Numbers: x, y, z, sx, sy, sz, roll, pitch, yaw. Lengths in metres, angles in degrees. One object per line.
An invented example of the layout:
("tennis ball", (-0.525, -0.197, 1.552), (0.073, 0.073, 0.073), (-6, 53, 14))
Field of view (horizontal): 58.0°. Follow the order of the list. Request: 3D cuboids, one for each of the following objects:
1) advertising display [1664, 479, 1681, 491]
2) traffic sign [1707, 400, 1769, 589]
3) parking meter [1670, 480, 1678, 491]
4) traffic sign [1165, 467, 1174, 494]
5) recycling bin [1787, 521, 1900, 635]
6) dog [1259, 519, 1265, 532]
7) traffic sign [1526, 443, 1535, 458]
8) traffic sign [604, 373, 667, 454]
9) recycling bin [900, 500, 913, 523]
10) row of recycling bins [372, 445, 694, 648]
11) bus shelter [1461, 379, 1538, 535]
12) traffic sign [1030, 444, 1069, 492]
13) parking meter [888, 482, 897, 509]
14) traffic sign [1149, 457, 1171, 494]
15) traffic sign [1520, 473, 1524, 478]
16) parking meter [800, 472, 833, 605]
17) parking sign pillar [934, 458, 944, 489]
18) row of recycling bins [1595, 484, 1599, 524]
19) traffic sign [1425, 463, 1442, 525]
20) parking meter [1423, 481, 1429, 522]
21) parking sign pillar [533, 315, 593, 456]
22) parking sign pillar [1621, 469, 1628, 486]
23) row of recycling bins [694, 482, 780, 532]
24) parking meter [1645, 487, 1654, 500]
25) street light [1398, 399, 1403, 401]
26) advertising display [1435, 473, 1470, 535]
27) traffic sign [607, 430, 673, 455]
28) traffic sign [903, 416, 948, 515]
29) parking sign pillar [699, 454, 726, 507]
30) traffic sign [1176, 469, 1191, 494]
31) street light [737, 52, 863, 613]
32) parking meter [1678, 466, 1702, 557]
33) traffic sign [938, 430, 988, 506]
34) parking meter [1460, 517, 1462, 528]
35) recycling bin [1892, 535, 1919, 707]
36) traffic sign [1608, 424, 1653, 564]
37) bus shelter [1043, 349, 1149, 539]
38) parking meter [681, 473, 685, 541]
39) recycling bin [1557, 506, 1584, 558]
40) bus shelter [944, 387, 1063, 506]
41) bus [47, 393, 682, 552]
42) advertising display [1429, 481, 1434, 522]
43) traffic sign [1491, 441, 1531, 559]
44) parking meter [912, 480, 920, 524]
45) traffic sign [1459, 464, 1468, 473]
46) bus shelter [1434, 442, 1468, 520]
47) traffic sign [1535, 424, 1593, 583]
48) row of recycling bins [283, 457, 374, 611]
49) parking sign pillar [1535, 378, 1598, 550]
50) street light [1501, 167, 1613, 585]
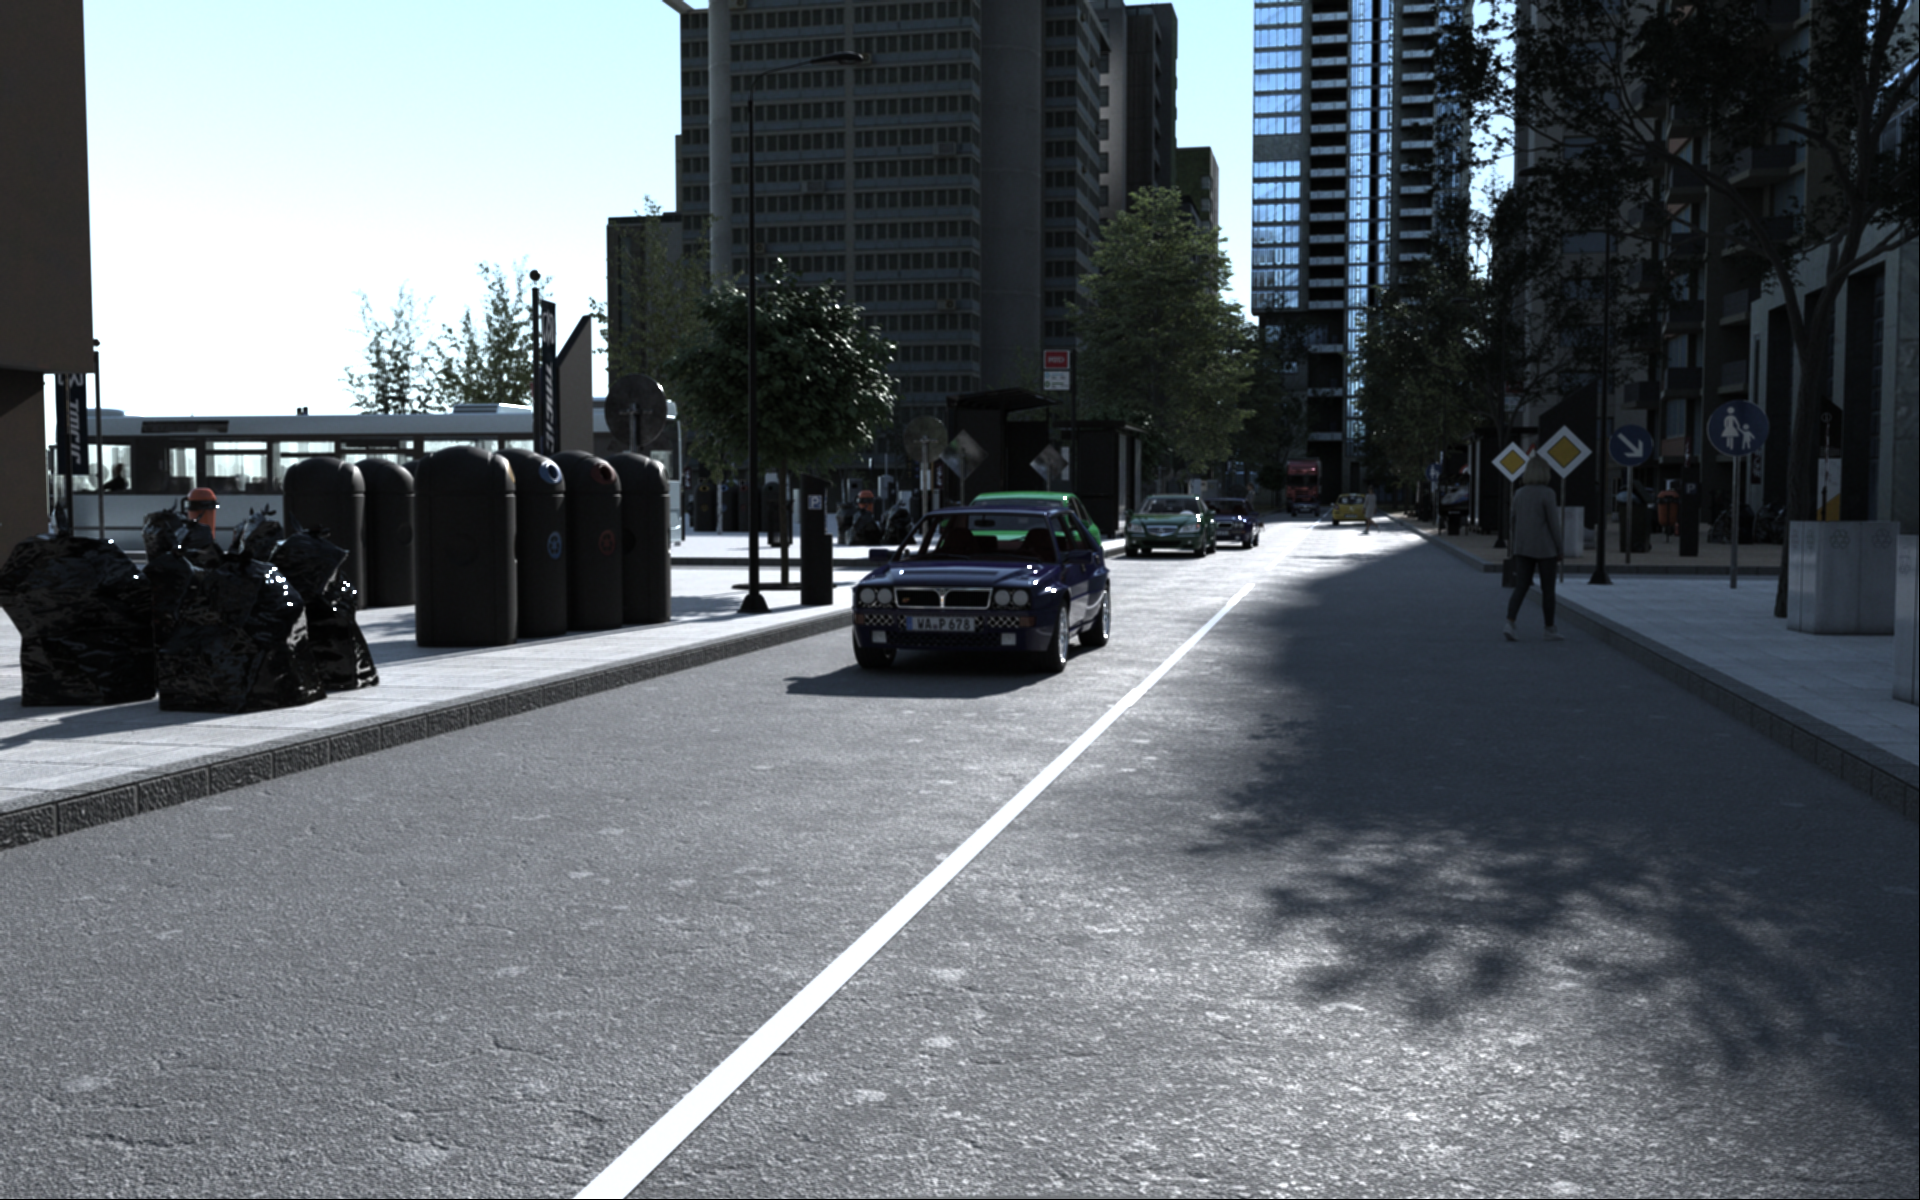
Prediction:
("advertising display", (29.745, -4.089, 72.070), (0.974, 1.923, 0.123), (-1, 4, -11))
("traffic sign", (10.514, -1.429, 23.466), (0.768, 2.556, 0.104), (1, 4, 21))
("parking meter", (28.692, -3.902, 69.512), (0.399, 1.863, 0.255), (-2, 4, -30))
("traffic sign", (8.789, -4.542, 74.359), (0.768, 2.556, 0.104), (1, 4, 20))
("recycling bin", (8.174, -0.214, 16.051), (0.722, 1.027, 0.722), (0, 4, 4))
("dog", (11.420, -2.869, 66.192), (0.540, 0.507, 0.406), (1, 4, 21))
("traffic sign", (14.596, -2.702, 44.174), (0.884, 2.594, 0.081), (1, 4, 19))
("traffic sign", (-3.443, -1.114, 18.320), (0.768, 2.556, 0.104), (1, 4, 22))
("recycling bin", (-2.365, -4.017, 78.238), (0.722, 1.027, 0.722), (0, 4, -2))
("row of recycling bins", (-3.818, -0.547, 16.060), (1.069, 1.692, 3.534), (1, 4, 19))
("bus shelter", (18.061, -4.926, 58.168), (2.179, 5.291, 8.768), (1, 4, 13))
("traffic sign", (1.785, -1.906, 34.798), (0.795, 2.450, 0.064), (1, 4, 13))
("parking meter", (-3.258, -4.756, 83.471), (0.399, 1.863, 0.255), (-2, 4, -27))
("traffic sign", (6.835, -3.617, 59.251), (0.768, 2.556, 0.104), (1, 4, 18))
("traffic sign", (20.044, -3.829, 62.714), (0.768, 2.556, 0.104), (1, 4, 22))
("parking meter", (-1.663, -0.714, 20.080), (0.372, 1.533, 0.369), (0, 3, 0))
("parking sign pillar", (-1.473, -6.938, 101.914), (1.447, 3.967, 1.447), (0, 4, -6))
("row of recycling bins", (25.952, -4.112, 74.342), (3.534, 1.692, 1.069), (0, 4, -6))
("traffic sign", (19.356, -4.315, 70.651), (0.768, 2.556, 0.104), (1, 4, 13))
("parking meter", (21.412, -4.517, 79.570), (0.255, 1.863, 0.399), (1, 4, 19))
("parking sign pillar", (-5.849, -2.270, 25.583), (1.447, 3.967, 1.447), (1, 4, 9))
("parking sign pillar", (39.202, -6.872, 100.825), (1.447, 3.967, 1.447), (1, 4, 9))
("row of recycling bins", (-7.548, -3.180, 59.112), (3.534, 1.692, 1.069), (2, 4, 25))
("parking meter", (26.321, -3.534, 66.186), (0.372, 1.533, 0.369), (0, 3, 0))
("street light", (21.927, -6.844, 84.442), (1.470, 5.913, 1.316), (1, 4, 13))
("advertising display", (15.352, -2.975, 53.851), (0.974, 1.923, 0.123), (0, 4, -3))
("traffic sign", (-3.956, -1.306, 21.353), (0.884, 2.594, 0.081), (1, 4, 15))
("traffic sign", (-0.571, -1.719, 28.208), (0.768, 2.556, 0.104), (1, 4, 17))
("parking sign pillar", (-12.068, -5.873, 84.488), (1.447, 3.967, 1.447), (0, 4, -7))
("traffic sign", (11.209, -5.322, 87.116), (0.768, 2.556, 0.104), (1, 4, 18))
("street light", (-1.705, -2.810, 18.482), (1.470, 5.913, 1.316), (1, 4, 13))
("parking meter", (15.036, -1.830, 35.629), (0.399, 1.863, 0.255), (1, 4, 22))
("traffic sign", (0.041, -1.429, 27.005), (0.795, 2.450, 0.064), (1, 4, 13))
("parking meter", (18.562, -3.607, 64.680), (0.399, 1.863, 0.255), (2, 4, 32))
("recycling bin", (6.161, 0.127, 10.472), (0.722, 1.027, 0.722), (0, 4, 8))
("traffic sign", (12.299, -1.939, 31.814), (0.768, 2.556, 0.104), (1, 4, 22))
("bus shelter", (3.946, -4.459, 50.535), (2.179, 5.291, 8.768), (1, 4, 13))
("parking meter", (-7.729, -2.573, 47.776), (0.255, 1.863, 0.399), (-1, 4, -10))
("recycling bin", (12.173, -1.374, 35.019), (0.722, 1.027, 0.722), (2, 4, 31))
("bus shelter", (1.118, -3.060, 41.313), (1.731, 3.624, 6.357), (1, 4, 13))
("bus", (-12.308, -2.434, 34.657), (13.247, 3.499, 2.948), (1, 4, 11))
("advertising display", (21.817, -4.490, 78.619), (0.974, 1.923, 0.123), (0, 4, 2))
("traffic sign", (10.461, -1.786, 32.844), (0.795, 2.450, 0.064), (1, 4, 13))
("parking meter", (-1.776, -4.049, 71.905), (0.399, 1.863, 0.255), (2, 4, 25))
("traffic sign", (21.399, -4.451, 72.881), (0.768, 2.556, 0.104), (1, 4, 19))
("bus shelter", (23.320, -5.527, 81.643), (1.731, 3.624, 6.357), (1, 4, 13))
("traffic sign", (8.717, -1.309, 25.051), (0.795, 2.450, 0.064), (1, 4, 13))
("row of recycling bins", (-6.623, -0.815, 20.436), (1.069, 1.692, 3.534), (1, 4, 15))
("parking sign pillar", (14.128, -3.178, 40.426), (1.447, 3.967, 1.447), (0, 4, 6))
("street light", (8.607, -3.187, 24.652), (1.470, 5.913, 1.316), (1, 4, 13))
